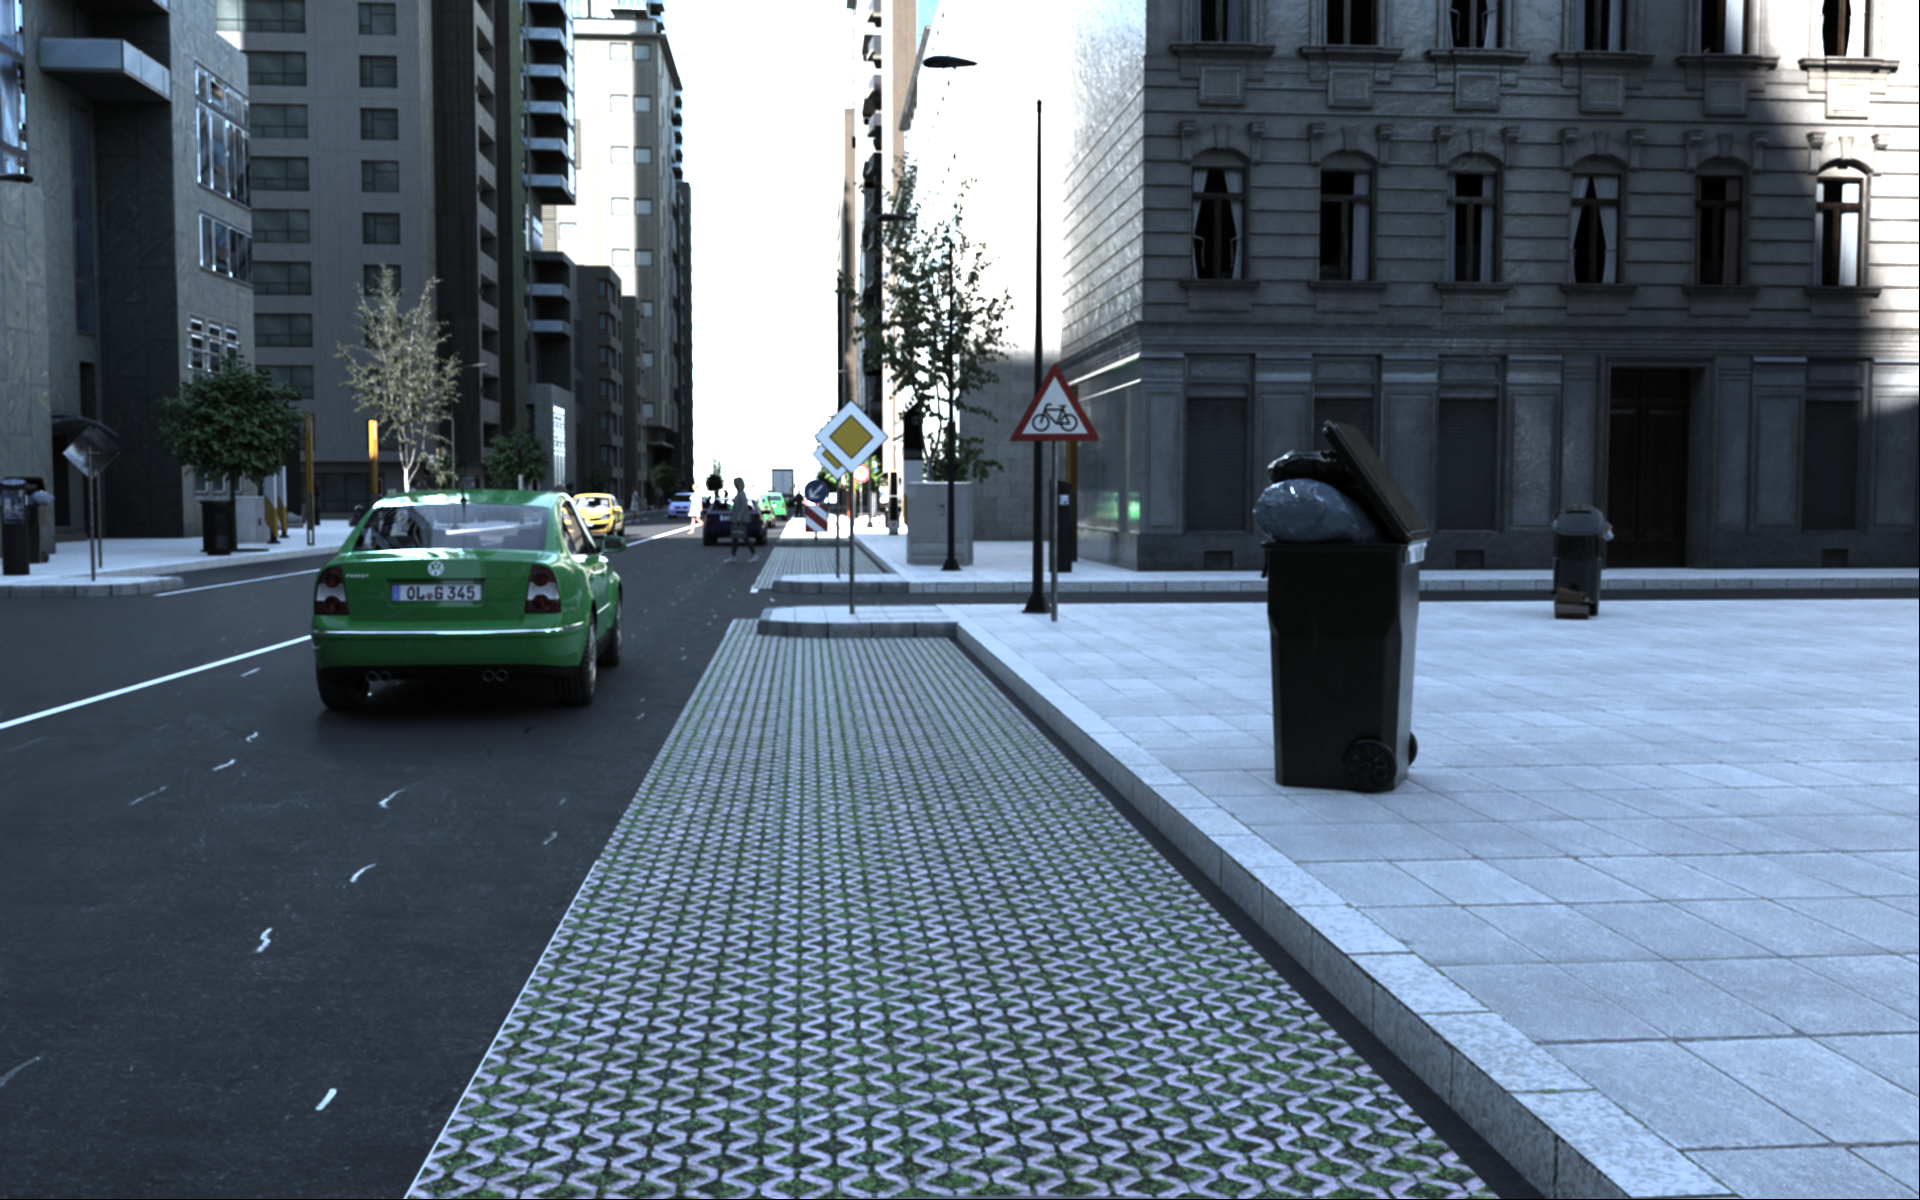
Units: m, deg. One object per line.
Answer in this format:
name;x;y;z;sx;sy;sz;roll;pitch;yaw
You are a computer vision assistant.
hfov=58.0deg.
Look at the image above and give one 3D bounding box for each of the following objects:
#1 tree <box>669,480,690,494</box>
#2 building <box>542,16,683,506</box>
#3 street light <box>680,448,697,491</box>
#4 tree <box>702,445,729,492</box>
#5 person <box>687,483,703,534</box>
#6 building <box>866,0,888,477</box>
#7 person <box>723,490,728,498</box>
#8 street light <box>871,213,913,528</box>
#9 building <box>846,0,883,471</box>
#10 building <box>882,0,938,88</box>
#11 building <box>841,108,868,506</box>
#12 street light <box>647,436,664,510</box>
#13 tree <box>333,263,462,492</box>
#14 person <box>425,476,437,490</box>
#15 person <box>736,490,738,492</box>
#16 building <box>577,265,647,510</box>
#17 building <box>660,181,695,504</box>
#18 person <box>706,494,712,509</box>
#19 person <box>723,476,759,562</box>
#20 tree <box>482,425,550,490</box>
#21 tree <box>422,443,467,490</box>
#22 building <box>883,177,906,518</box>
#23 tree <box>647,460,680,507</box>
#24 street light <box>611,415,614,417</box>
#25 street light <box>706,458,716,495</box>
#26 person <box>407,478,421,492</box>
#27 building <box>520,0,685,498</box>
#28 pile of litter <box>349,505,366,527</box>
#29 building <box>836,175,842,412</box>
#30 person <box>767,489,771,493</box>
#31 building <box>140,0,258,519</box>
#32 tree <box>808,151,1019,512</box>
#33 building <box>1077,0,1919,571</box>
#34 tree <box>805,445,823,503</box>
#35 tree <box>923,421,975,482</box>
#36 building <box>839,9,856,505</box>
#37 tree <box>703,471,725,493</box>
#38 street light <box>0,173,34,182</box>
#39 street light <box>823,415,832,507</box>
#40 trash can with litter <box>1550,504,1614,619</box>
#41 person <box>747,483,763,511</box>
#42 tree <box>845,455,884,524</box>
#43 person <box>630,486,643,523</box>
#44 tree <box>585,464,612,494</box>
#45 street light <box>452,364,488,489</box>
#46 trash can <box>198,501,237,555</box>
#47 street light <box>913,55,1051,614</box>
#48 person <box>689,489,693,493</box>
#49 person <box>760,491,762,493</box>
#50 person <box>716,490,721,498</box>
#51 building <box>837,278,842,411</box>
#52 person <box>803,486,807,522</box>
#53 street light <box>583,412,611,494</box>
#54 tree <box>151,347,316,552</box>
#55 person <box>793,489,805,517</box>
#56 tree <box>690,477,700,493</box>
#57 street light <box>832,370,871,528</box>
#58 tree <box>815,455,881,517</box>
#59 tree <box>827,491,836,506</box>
tree;-28.115;-10.833;171.724;1.663;3.219;1.824;0;3;0
building;-46.504;-37.155;196.727;28.713;52.752;27.495;0;4;-5
street light;-27.595;-12.361;174.648;1.470;5.913;1.316;0;4;-5
tree;-35.377;-18.434;251.752;4.737;8.622;4.395;0;3;0
person;-9.452;-3.280;62.220;0.778;1.811;0.616;-2;4;-29
building;4.075;-29.326;134.111;22.147;44.769;28.867;0;4;-5
person;-20.796;-8.864;153.372;0.705;1.831;1.348;1;4;13
street light;-0.689;-3.447;28.892;1.470;5.913;1.316;0;4;-5
building;4.095;-35.038;162.110;28.713;52.752;27.495;0;4;-5
building;2.156;-28.271;112.344;14.600;45.320;14.200;0;4;-5
building;-6.395;-33.485;197.589;14.600;45.320;14.200;0;4;-5
street light;-24.332;-10.145;138.417;1.470;5.913;1.316;0;4;-5
tree;-17.592;-6.395;54.914;4.360;8.622;3.978;0;3;0
person;-11.491;-1.771;37.465;0.388;1.821;0.555;-2;4;-30
person;-12.111;-5.226;94.345;0.834;1.777;0.661;0;4;8
building;-41.554;-18.319;144.557;27.650;21.520;28.899;0;4;-5
building;-41.317;-32.784;219.612;14.154;41.232;14.086;0;4;-5
person;-20.804;-8.077;143.740;0.799;1.438;0.628;2;4;32
person;-4.574;-1.686;36.257;0.728;1.800;0.709;-1;4;-18
tree;-21.105;-6.047;82.576;4.285;4.588;4.351;0;3;0
tree;-19.795;-4.398;66.503;1.663;3.219;1.824;0;3;0
building;1.636;-13.932;92.415;10.561;19.102;19.286;0;4;-5
tree;-28.756;-11.265;167.897;4.285;4.588;4.351;0;3;0
street light;-20.958;-7.883;101.421;1.470;5.913;1.316;0;4;-5
street light;-31.792;-15.197;221.012;1.470;5.913;1.316;0;4;-5
person;-14.339;-2.260;45.301;0.795;1.843;0.661;1;4;15
building;-48.236;-56.737;240.321;22.319;86.520;31.000;0;4;-5
pile of litter;-23.560;-3.350;68.746;1.176;0.858;1.719;2;4;26
building;-6.960;-38.320;250.238;21.300;48.544;21.600;0;4;-5
person;-11.964;-6.133;109.570;0.721;1.735;1.217;0;4;8
building;-36.282;-48.952;113.031;22.319;86.520;31.000;0;4;-5
tree;-0.635;-5.316;37.277;4.737;8.622;4.395;0;3;0
building;11.405;-11.276;33.515;18.267;20.994;9.793;0;4;-5
tree;-20.441;-18.578;254.105;4.360;8.622;3.978;0;3;0
tree;-0.298;-3.117;45.564;1.663;3.219;1.824;0;3;0
building;-5.043;-47.469;214.362;20.563;71.187;20.611;0;4;-5
tree;-34.110;-15.670;239.925;4.285;4.588;4.351;0;3;0
street light;-14.106;-3.219;25.170;1.470;5.913;1.316;0;4;-5
street light;-7.385;-8.052;104.198;1.470;5.913;1.316;0;4;-5
trash can with litter;6.502;-0.411;18.110;0.624;1.170;1.055;1;4;20
person;-7.202;-3.147;60.074;0.709;1.813;0.853;-3;5;-41
tree;-3.971;-4.974;75.929;1.663;3.219;1.824;0;3;0
person;-15.718;-4.622;84.158;0.778;1.811;0.616;1;4;23
tree;-23.129;-7.070;110.191;1.663;3.219;1.824;0;3;0
street light;-17.506;-5.457;61.760;1.470;5.913;1.316;0;4;-5
trash can;-15.603;-1.516;36.436;0.748;1.137;0.748;0;3;0
street light;0.305;-2.814;18.550;1.470;5.913;1.316;0;4;-5
person;-16.941;-6.159;109.913;0.721;1.735;1.217;0;4;-4
person;-22.583;-11.468;196.710;1.217;1.736;0.721;0;4;1
person;-17.856;-7.243;127.837;0.530;1.710;0.541;-1;4;-19
building;-9.468;-28.194;232.674;14.160;30.474;14.107;0;4;-5
person;-7.856;-4.941;89.094;0.447;1.846;0.655;-3;4;-36
street light;-20.743;-7.673;97.994;1.470;5.913;1.316;0;4;-5
tree;-16.230;-3.372;38.847;4.285;4.588;4.351;0;3;0
person;-10.183;-6.162;109.802;0.990;1.755;0.434;3;4;36
tree;-29.776;-12.178;193.709;1.663;3.219;1.824;0;3;0
street light;-3.940;-5.663;65.125;1.470;5.913;1.316;0;4;-5
tree;-6.128;-6.991;98.015;4.285;4.588;4.351;0;3;0
tree;-14.057;-11.959;190.122;1.663;3.219;1.824;0;3;0
